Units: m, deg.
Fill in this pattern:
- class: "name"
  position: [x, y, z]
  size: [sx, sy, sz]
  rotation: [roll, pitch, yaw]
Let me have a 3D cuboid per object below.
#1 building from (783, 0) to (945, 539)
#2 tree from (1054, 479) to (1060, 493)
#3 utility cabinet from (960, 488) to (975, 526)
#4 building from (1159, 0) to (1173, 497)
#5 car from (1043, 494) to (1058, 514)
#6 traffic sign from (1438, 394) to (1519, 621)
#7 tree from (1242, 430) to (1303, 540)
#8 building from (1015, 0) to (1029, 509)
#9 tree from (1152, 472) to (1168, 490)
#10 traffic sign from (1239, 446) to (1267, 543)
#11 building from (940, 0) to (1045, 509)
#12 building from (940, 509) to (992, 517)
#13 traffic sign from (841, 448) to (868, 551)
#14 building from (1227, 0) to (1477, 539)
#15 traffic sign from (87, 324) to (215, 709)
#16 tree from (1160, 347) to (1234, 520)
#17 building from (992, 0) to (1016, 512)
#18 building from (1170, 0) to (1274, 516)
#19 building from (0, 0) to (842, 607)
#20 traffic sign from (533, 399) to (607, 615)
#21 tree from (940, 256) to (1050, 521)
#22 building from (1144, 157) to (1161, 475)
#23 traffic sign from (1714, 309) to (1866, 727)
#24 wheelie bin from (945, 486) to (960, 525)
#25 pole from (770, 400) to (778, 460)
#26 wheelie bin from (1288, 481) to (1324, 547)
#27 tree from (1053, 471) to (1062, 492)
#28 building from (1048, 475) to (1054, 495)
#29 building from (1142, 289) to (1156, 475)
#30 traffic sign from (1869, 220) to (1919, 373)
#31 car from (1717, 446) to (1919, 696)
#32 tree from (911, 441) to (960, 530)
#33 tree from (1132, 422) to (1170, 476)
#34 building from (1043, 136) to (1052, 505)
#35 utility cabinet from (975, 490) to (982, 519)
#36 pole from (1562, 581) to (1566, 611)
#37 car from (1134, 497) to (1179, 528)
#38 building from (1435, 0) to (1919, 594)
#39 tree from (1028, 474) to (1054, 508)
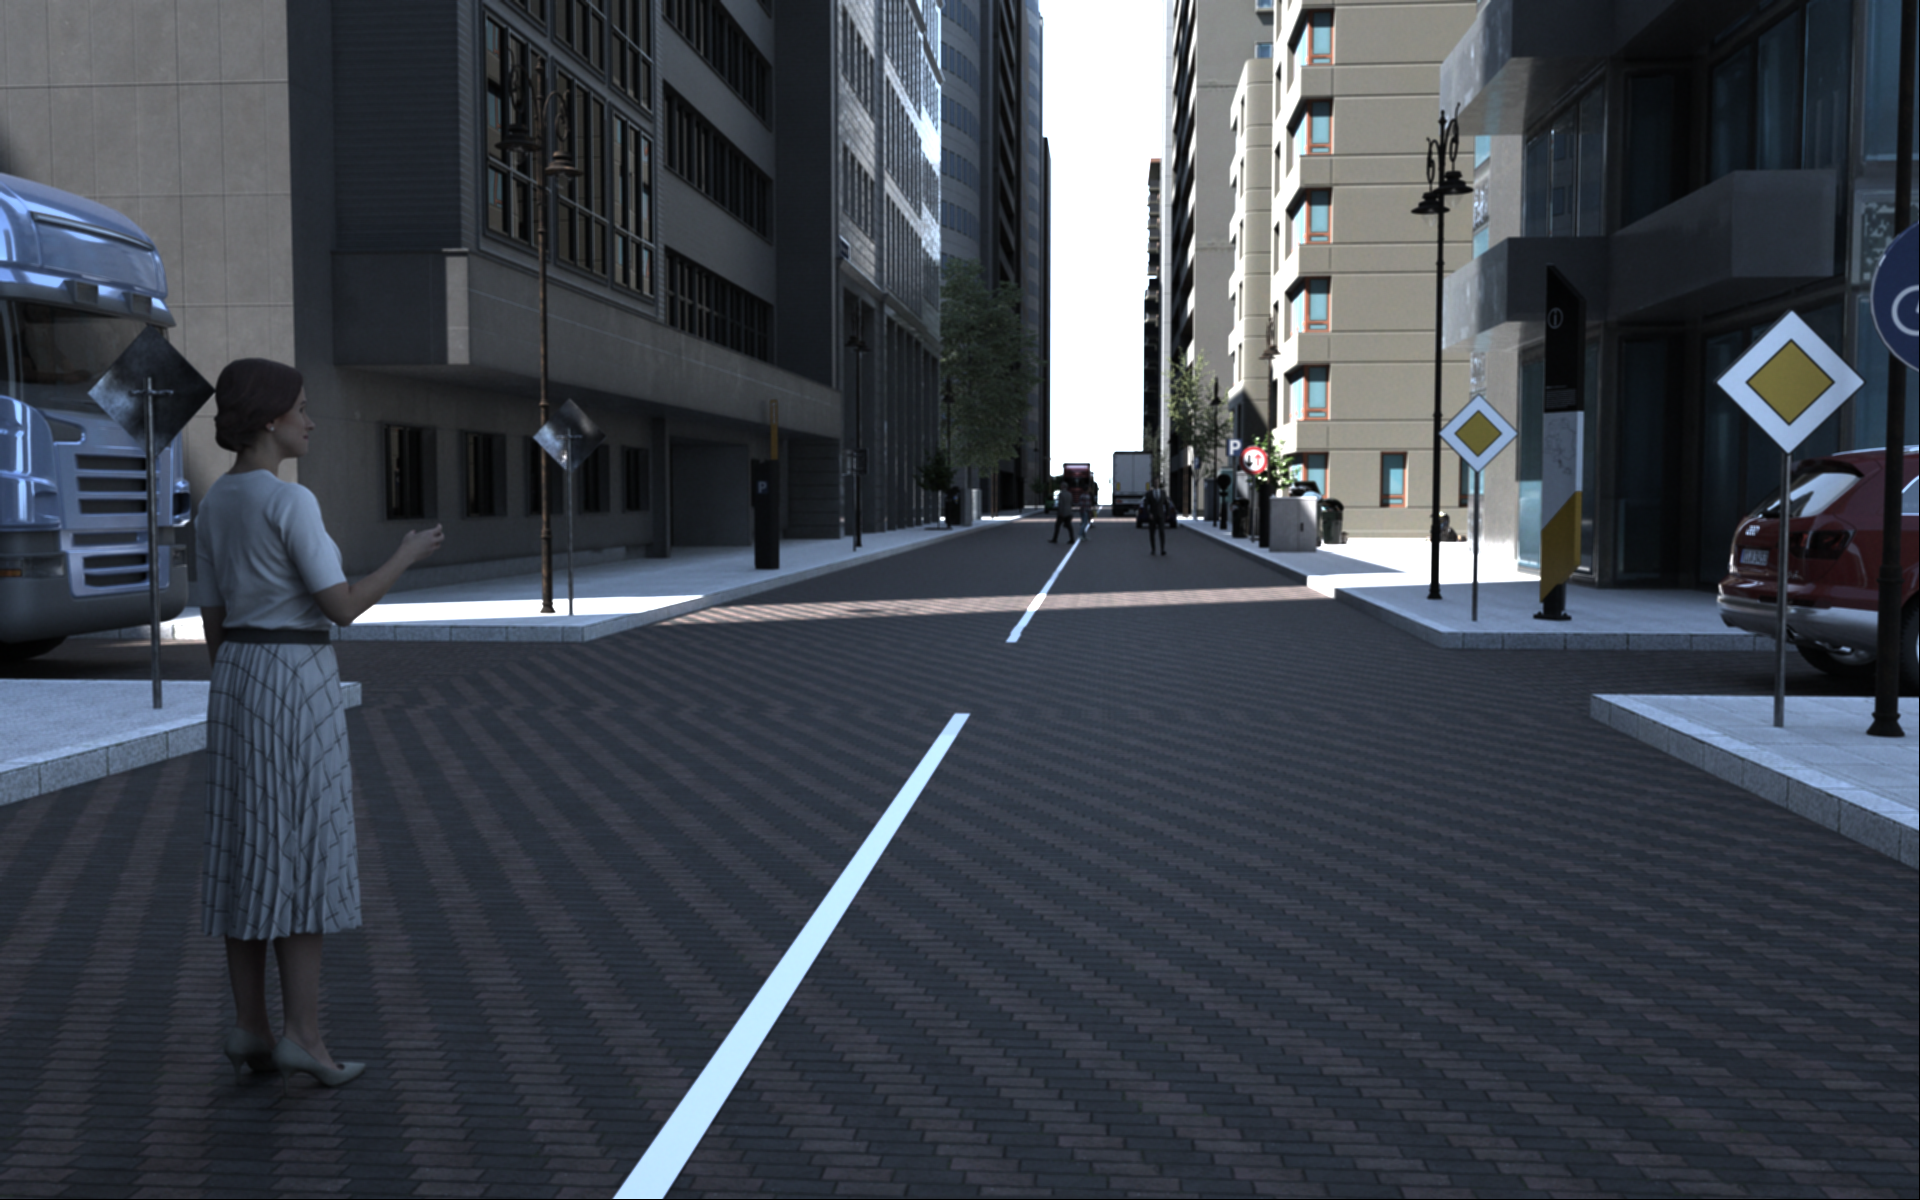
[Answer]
- class: "building"
  position: [-7.515, -17.495, 63.543]
  size: [11.434, 29.767, 29.804]
  rotation: [0, 4, 5]
- class: "tree"
  position: [9.917, -11.864, 188.583]
  size: [1.663, 3.219, 1.824]
  rotation: [0, 3, 0]
- class: "utility cabinet"
  position: [0.256, -3.680, 68.852]
  size: [0.318, 1.500, 1.173]
  rotation: [-1, 4, -8]
- class: "building"
  position: [32.734, -39.749, 191.896]
  size: [21.231, 58.520, 28.212]
  rotation: [0, 4, 5]
- class: "car"
  position: [7.199, -7.326, 128.580]
  size: [1.959, 1.807, 4.718]
  rotation: [0, 4, 5]
- class: "traffic sign"
  position: [5.196, -0.844, 17.436]
  size: [0.795, 2.450, 0.064]
  rotation: [0, 4, 5]
- class: "tree"
  position: [8.477, -3.274, 48.131]
  size: [1.663, 3.219, 1.824]
  rotation: [0, 3, 0]
- class: "building"
  position: [-1.244, -30.610, 150.583]
  size: [14.600, 45.320, 14.200]
  rotation: [0, 4, 5]
- class: "tree"
  position: [17.060, -9.513, 150.146]
  size: [1.663, 3.219, 1.824]
  rotation: [0, 3, 0]
- class: "traffic sign"
  position: [7.757, -2.794, 45.781]
  size: [0.768, 2.556, 0.104]
  rotation: [1, 4, 14]
- class: "building"
  position: [-1.819, -39.732, 191.623]
  size: [21.231, 58.520, 28.212]
  rotation: [0, 4, 5]
- class: "building"
  position: [-9.372, -34.577, 107.338]
  size: [21.231, 58.520, 28.212]
  rotation: [0, 4, 5]
- class: "traffic sign"
  position: [-2.357, -2.237, 38.703]
  size: [0.606, 2.300, 0.079]
  rotation: [1, 4, 10]
- class: "building"
  position: [24.667, -13.294, 62.391]
  size: [27.650, 21.520, 28.899]
  rotation: [0, 4, 5]
- class: "traffic sign"
  position: [-4.800, -0.407, 10.303]
  size: [0.795, 2.450, 0.064]
  rotation: [0, 4, 5]
- class: "tree"
  position: [11.909, -8.323, 86.437]
  size: [4.737, 8.622, 4.395]
  rotation: [0, 3, 0]
- class: "building"
  position: [-6.984, -31.112, 132.389]
  size: [21.300, 48.544, 21.600]
  rotation: [0, 4, 5]
- class: "building"
  position: [26.632, -30.789, 127.100]
  size: [21.300, 48.544, 21.600]
  rotation: [0, 4, 5]
- class: "building"
  position: [-11.613, -13.150, 34.065]
  size: [14.314, 24.678, 30.058]
  rotation: [0, 4, 5]
- class: "traffic sign"
  position: [-4.112, -0.894, 18.259]
  size: [0.795, 2.450, 0.064]
  rotation: [0, 4, 5]
- class: "tree"
  position: [0.406, -10.114, 83.492]
  size: [7.486, 12.596, 7.792]
  rotation: [0, 3, 0]
- class: "building"
  position: [34.797, -34.627, 220.768]
  size: [22.147, 44.769, 28.867]
  rotation: [0, 4, 5]
- class: "traffic sign"
  position: [4.508, -0.357, 9.481]
  size: [0.795, 2.450, 0.064]
  rotation: [0, 4, 5]
- class: "wheelie bin"
  position: [-0.185, -3.881, 71.360]
  size: [0.693, 1.594, 0.980]
  rotation: [-1, 4, -23]
- class: "pole"
  position: [-4.033, -2.678, 37.633]
  size: [0.158, 3.312, 0.155]
  rotation: [0, 3, 0]
- class: "wheelie bin"
  position: [8.342, -2.075, 41.838]
  size: [0.693, 1.594, 0.980]
  rotation: [-3, 5, -39]
- class: "tree"
  position: [14.199, -16.030, 245.805]
  size: [4.285, 4.588, 4.351]
  rotation: [0, 3, 0]
- class: "building"
  position: [2.229, -48.399, 229.571]
  size: [20.563, 71.187, 20.611]
  rotation: [0, 4, 5]
- class: "building"
  position: [32.648, -28.821, 242.916]
  size: [14.160, 30.474, 14.107]
  rotation: [0, 4, 5]
- class: "traffic sign"
  position: [4.472, -0.472, 7.817]
  size: [0.768, 2.556, 0.104]
  rotation: [1, 4, 9]
- class: "car"
  position: [8.423, -0.243, 12.644]
  size: [5.304, 1.827, 2.281]
  rotation: [0, 4, 5]
- class: "tree"
  position: [-0.778, -4.159, 62.594]
  size: [1.663, 3.219, 1.824]
  rotation: [0, 3, 0]
- class: "tree"
  position: [19.661, -13.849, 176.787]
  size: [4.360, 8.622, 3.978]
  rotation: [0, 3, 0]
- class: "building"
  position: [4.092, -34.413, 212.762]
  size: [14.600, 45.320, 14.200]
  rotation: [0, 4, 5]
- class: "utility cabinet"
  position: [0.623, -4.798, 87.122]
  size: [0.318, 1.500, 1.173]
  rotation: [-2, 4, -34]
- class: "pole"
  position: [6.592, -1.539, 19.009]
  size: [0.158, 3.312, 0.155]
  rotation: [0, 3, 0]
- class: "car"
  position: [8.443, -3.788, 74.517]
  size: [1.945, 1.354, 3.894]
  rotation: [0, 4, 6]
- class: "building"
  position: [22.897, -24.816, 25.351]
  size: [30.456, 49.044, 23.786]
  rotation: [0, 4, 5]
- class: "tree"
  position: [7.429, -10.310, 163.165]
  size: [1.663, 3.219, 1.824]
  rotation: [0, 3, 0]
